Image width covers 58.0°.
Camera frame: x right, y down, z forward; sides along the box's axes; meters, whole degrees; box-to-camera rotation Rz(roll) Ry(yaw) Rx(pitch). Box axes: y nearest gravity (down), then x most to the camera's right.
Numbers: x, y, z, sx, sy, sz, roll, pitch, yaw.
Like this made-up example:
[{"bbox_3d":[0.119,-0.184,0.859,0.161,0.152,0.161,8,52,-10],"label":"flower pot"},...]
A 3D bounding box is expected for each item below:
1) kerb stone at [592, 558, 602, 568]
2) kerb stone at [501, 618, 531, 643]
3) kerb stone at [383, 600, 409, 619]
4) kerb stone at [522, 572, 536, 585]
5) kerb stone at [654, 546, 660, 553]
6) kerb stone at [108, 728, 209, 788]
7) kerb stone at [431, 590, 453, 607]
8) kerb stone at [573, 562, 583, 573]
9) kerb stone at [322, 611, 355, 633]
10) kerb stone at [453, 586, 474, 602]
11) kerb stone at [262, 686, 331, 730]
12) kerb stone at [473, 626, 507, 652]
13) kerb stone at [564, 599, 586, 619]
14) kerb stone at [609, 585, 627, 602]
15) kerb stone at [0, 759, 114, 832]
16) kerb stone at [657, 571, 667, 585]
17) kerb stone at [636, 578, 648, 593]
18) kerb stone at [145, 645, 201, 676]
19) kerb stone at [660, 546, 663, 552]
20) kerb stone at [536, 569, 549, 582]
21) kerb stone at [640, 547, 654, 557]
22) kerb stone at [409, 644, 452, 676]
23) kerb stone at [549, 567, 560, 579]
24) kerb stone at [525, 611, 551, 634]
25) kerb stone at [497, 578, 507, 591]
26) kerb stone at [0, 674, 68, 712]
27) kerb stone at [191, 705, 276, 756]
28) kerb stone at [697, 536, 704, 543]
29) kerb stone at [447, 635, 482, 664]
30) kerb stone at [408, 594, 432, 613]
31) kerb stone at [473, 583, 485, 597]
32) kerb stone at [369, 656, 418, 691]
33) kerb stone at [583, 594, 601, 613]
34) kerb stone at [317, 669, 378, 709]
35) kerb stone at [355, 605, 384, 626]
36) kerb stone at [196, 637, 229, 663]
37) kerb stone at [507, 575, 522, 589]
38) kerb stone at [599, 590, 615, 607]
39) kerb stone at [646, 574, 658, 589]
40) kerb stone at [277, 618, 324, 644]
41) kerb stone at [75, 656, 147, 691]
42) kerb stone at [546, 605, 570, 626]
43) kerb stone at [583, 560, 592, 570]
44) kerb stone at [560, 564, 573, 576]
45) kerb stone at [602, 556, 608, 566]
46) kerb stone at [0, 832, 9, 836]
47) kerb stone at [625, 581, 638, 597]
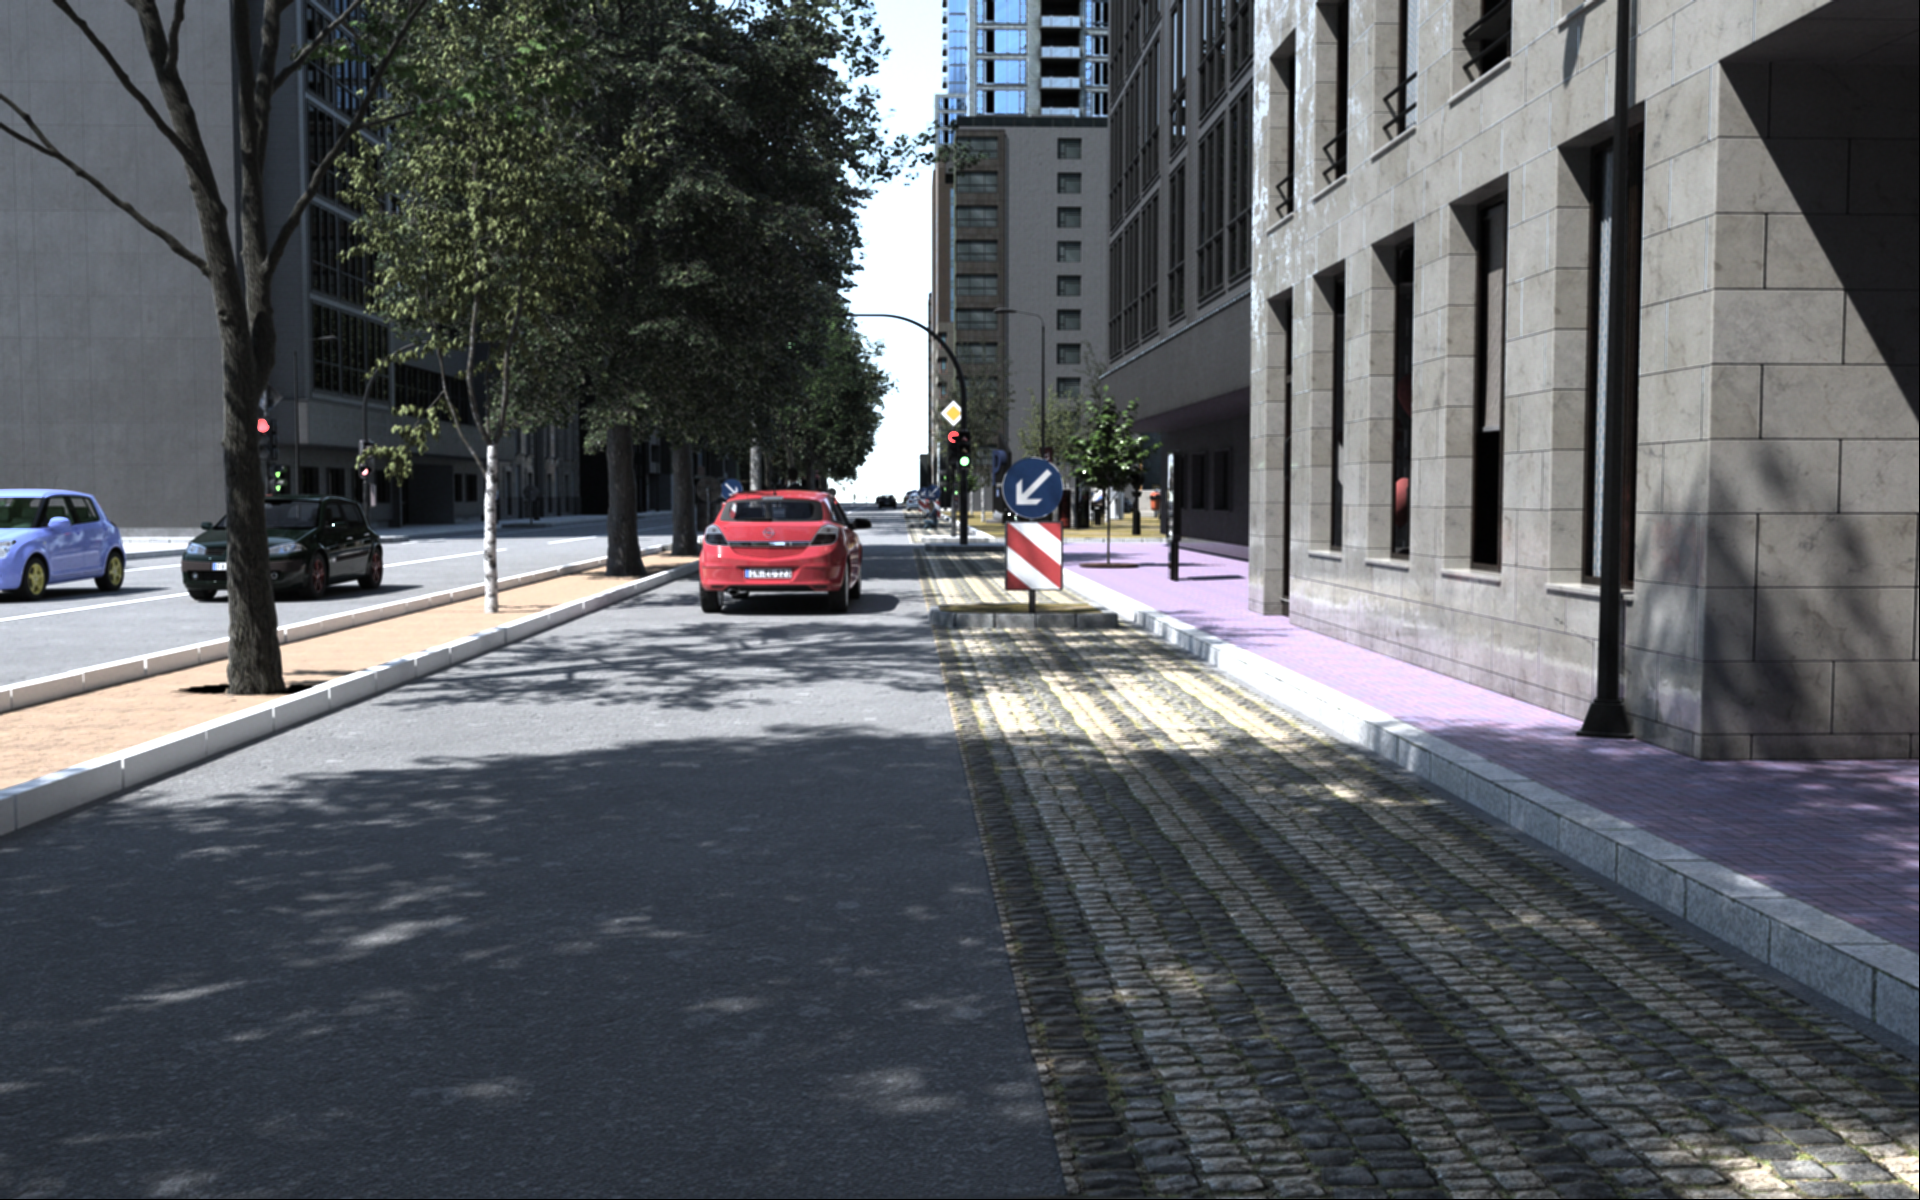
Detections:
[{"bbox_3d":[-7.119,-0.689,33.466,0.120,0.150,1.000,0,4,-2],"label":"kerb stone"},{"bbox_3d":[-4.429,0.310,17.120,0.120,0.150,1.000,0,4,-2],"label":"kerb stone"},{"bbox_3d":[-6.646,0.125,20.163,0.120,0.150,1.000,0,4,-2],"label":"kerb stone"},{"bbox_3d":[-6.898,-0.314,27.328,0.120,0.150,1.000,0,4,-2],"label":"kerb stone"},{"bbox_3d":[-7.412,-1.191,41.663,0.120,0.150,1.000,0,4,-2],"label":"kerb stone"},{"bbox_3d":[-4.144,0.815,8.923,0.120,0.150,1.000,0,4,-2],"label":"kerb stone"},{"bbox_3d":[-6.718,0.000,22.206,0.120,0.150,1.000,0,4,-2],"label":"kerb stone"},{"bbox_3d":[-7.043,-0.564,31.418,0.120,0.150,1.000,0,4,-2],"label":"kerb stone"},{"bbox_3d":[-6.571,0.249,18.120,0.120,0.150,1.000,0,4,-2],"label":"kerb stone"},{"bbox_3d":[-6.744,-0.061,23.235,0.120,0.150,1.000,0,4,-2],"label":"kerb stone"},{"bbox_3d":[-4.224,0.691,10.971,0.120,0.150,1.000,0,4,-2],"label":"kerb stone"},{"bbox_3d":[-4.404,0.375,16.095,0.120,0.150,1.000,0,4,-2],"label":"kerb stone"},{"bbox_3d":[-4.546,0.123,20.189,0.120,0.150,1.000,0,4,-2],"label":"kerb stone"},{"bbox_3d":[-4.655,-0.066,23.276,0.120,0.150,1.000,0,4,-2],"label":"kerb stone"},{"bbox_3d":[-4.109,0.874,7.901,0.120,0.150,1.000,0,4,-2],"label":"kerb stone"},{"bbox_3d":[-4.802,-0.316,27.372,0.120,0.150,1.000,0,4,-2],"label":"kerb stone"},{"bbox_3d":[-4.726,-0.192,25.327,0.120,0.150,1.000,0,4,-2],"label":"kerb stone"},{"bbox_3d":[-6.427,0.500,14.023,0.120,0.150,1.000,0,4,-2],"label":"kerb stone"},{"bbox_3d":[-7.434,-1.253,42.685,0.120,0.150,1.000,0,4,-2],"label":"kerb stone"},{"bbox_3d":[-6.932,-0.376,28.349,0.120,0.150,1.000,0,4,-2],"label":"kerb stone"},{"bbox_3d":[-7.372,-1.124,40.642,0.120,0.150,1.000,0,4,-2],"label":"kerb stone"},{"bbox_3d":[-4.331,0.498,14.049,0.120,0.150,1.000,0,4,-2],"label":"kerb stone"},{"bbox_3d":[-6.978,-0.437,29.371,0.120,0.150,1.000,0,4,-2],"label":"kerb stone"},{"bbox_3d":[-4.470,0.249,18.142,0.120,0.150,1.000,0,4,-2],"label":"kerb stone"},{"bbox_3d":[-6.821,-0.189,25.278,0.120,0.150,1.000,0,4,-2],"label":"kerb stone"},{"bbox_3d":[-6.352,0.632,11.960,0.120,0.150,1.000,0,4,-2],"label":"kerb stone"},{"bbox_3d":[-4.187,0.753,9.944,0.120,0.150,1.000,0,4,-2],"label":"kerb stone"},{"bbox_3d":[-7.786,-1.850,52.539,0.120,0.150,1.000,0,4,-2],"label":"kerb stone"},{"bbox_3d":[-4.364,0.441,15.072,0.120,0.150,1.000,0,4,-2],"label":"kerb stone"},{"bbox_3d":[-6.683,0.067,21.185,0.120,0.150,1.000,0,4,-2],"label":"kerb stone"},{"bbox_3d":[-6.791,-0.123,24.256,0.120,0.150,1.000,0,4,-2],"label":"kerb stone"},{"bbox_3d":[-4.298,0.561,13.023,0.120,0.150,1.000,0,4,-2],"label":"kerb stone"},{"bbox_3d":[-4.576,0.060,21.227,0.120,0.150,1.000,0,4,-2],"label":"kerb stone"},{"bbox_3d":[-4.261,0.624,12.001,0.120,0.150,1.000,0,4,-2],"label":"kerb stone"},{"bbox_3d":[-6.608,0.188,19.141,0.120,0.150,1.000,0,4,-2],"label":"kerb stone"},{"bbox_3d":[-6.465,0.437,15.044,0.120,0.150,1.000,0,4,-2],"label":"kerb stone"},{"bbox_3d":[-6.866,-0.251,26.300,0.120,0.150,1.000,0,4,-2],"label":"kerb stone"},{"bbox_3d":[-4.615,0.002,22.253,0.120,0.150,1.000,0,4,-2],"label":"kerb stone"},{"bbox_3d":[-4.761,-0.254,26.351,0.120,0.150,1.000,0,4,-2],"label":"kerb stone"},{"bbox_3d":[-6.528,0.318,17.094,0.120,0.150,1.000,0,4,-2],"label":"kerb stone"},{"bbox_3d":[-6.396,0.565,12.989,0.120,0.150,1.000,0,4,-2],"label":"kerb stone"},{"bbox_3d":[-4.506,0.186,19.168,0.120,0.150,1.000,0,4,-2],"label":"kerb stone"},{"bbox_3d":[-7.081,-0.627,32.440,0.120,0.150,1.000,0,4,-2],"label":"kerb stone"},{"bbox_3d":[-6.999,-0.501,30.393,0.120,0.150,1.000,0,4,-2],"label":"kerb stone"},{"bbox_3d":[-7.148,-0.753,34.499,0.120,0.150,1.000,0,4,-2],"label":"kerb stone"},{"bbox_3d":[-4.069,0.937,6.874,0.120,0.150,1.000,0,4,-2],"label":"kerb stone"},{"bbox_3d":[-4.692,-0.127,24.297,0.120,0.150,1.000,0,4,-2],"label":"kerb stone"}]
